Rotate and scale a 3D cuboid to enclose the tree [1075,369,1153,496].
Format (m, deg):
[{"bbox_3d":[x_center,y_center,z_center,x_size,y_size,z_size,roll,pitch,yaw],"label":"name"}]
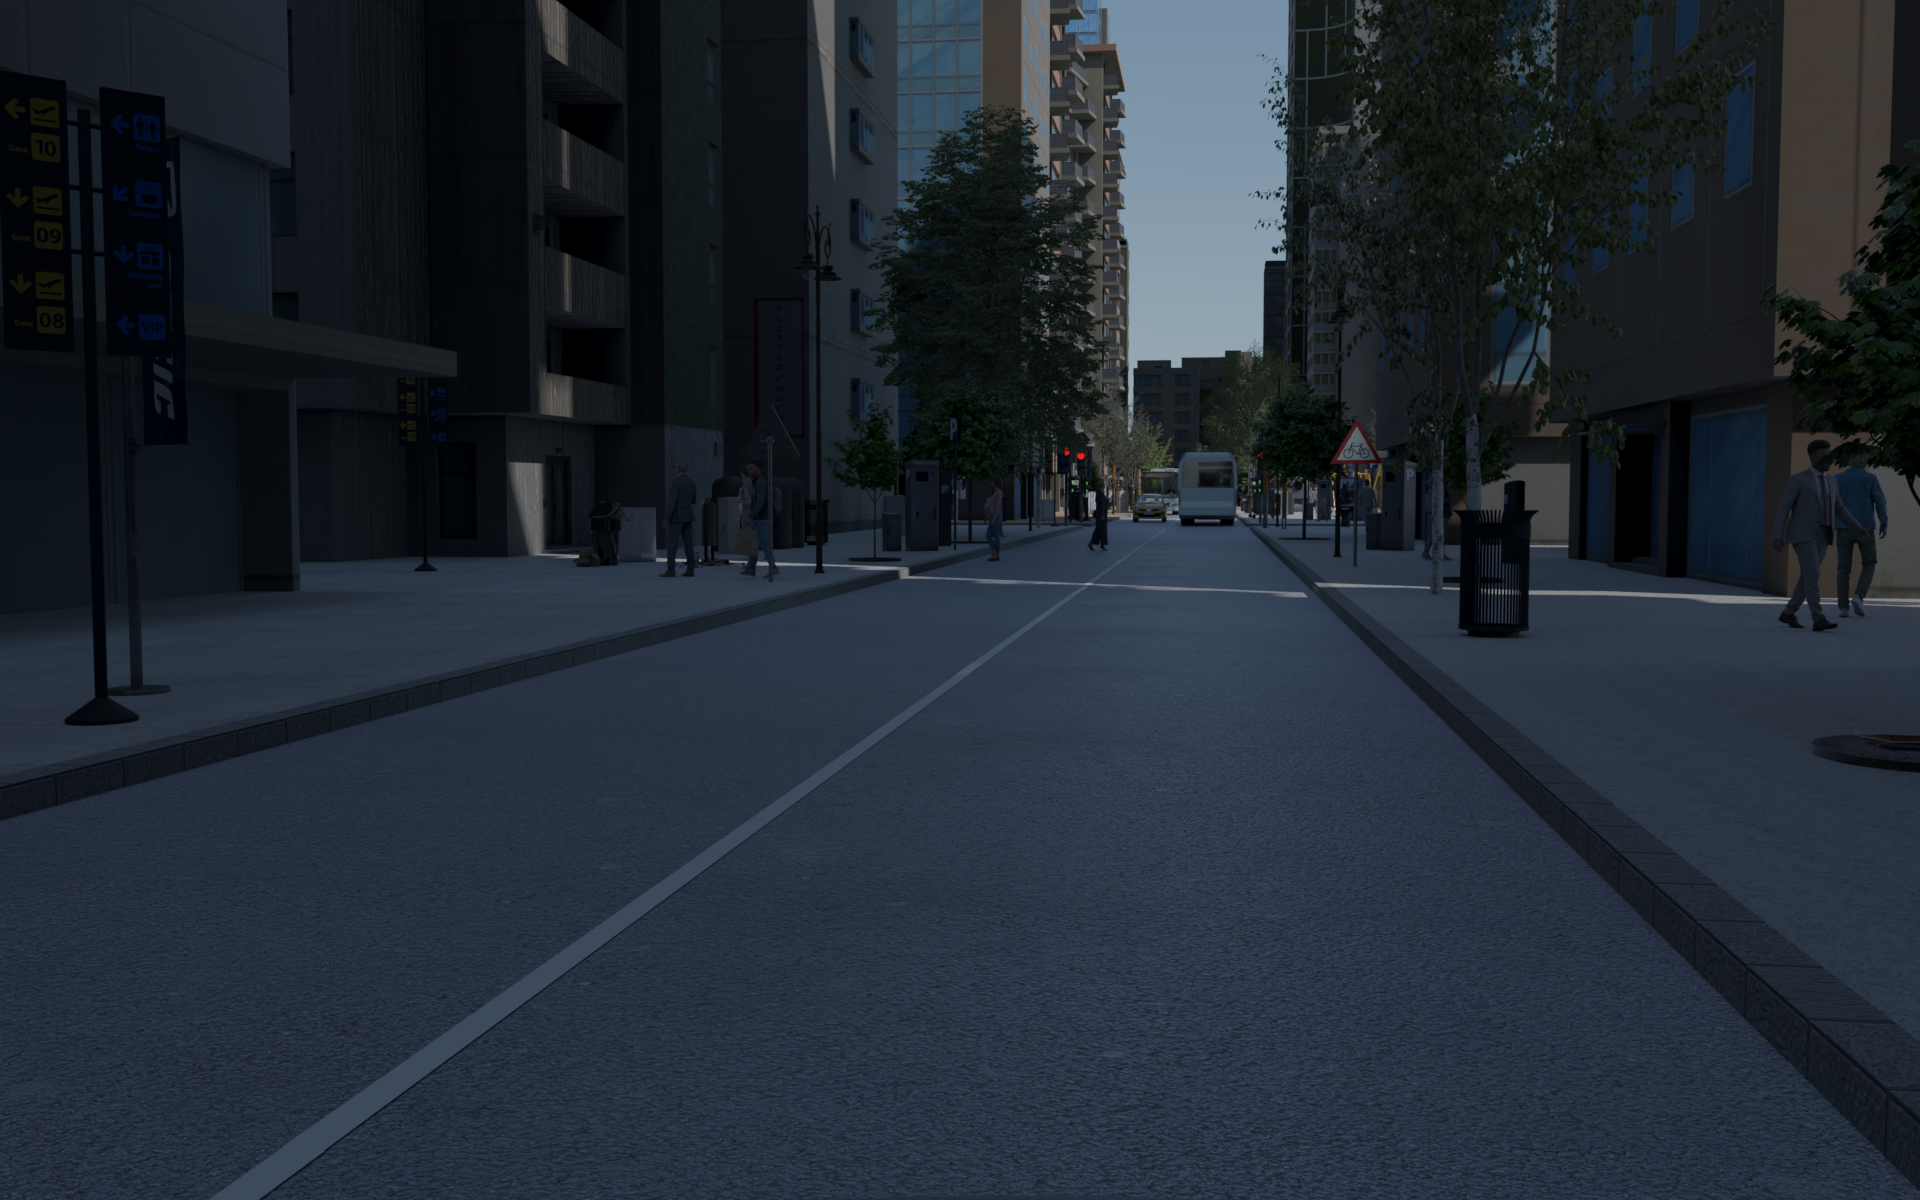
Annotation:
[{"bbox_3d":[8.651,-9.191,100.637,4.360,8.622,3.978,0,3,0],"label":"tree"}]

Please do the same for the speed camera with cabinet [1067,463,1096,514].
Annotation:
[{"bbox_3d":[7.764,-7.143,111.128,2.038,3.252,0.660,-2,4,-28],"label":"speed camera with cabinet"}]

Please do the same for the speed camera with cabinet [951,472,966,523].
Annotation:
[{"bbox_3d":[-0.334,-5.126,78.150,0.660,3.252,2.038,1,4,20],"label":"speed camera with cabinet"}]

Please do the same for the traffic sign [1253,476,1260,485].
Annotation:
[{"bbox_3d":[20.797,-7.437,121.695,0.768,2.556,0.104,1,4,9],"label":"traffic sign"}]

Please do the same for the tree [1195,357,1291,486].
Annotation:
[{"bbox_3d":[24.847,-13.953,145.134,9.611,12.733,9.660,0,3,0],"label":"tree"}]

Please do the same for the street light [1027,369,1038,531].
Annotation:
[{"bbox_3d":[2.454,-5.345,60.182,0.468,5.910,1.993,1,4,8],"label":"street light"}]

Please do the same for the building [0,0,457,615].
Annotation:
[{"bbox_3d":[-21.687,-25.696,9.367,28.713,52.752,27.495,1,4,8],"label":"building"}]

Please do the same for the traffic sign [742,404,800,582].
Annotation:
[{"bbox_3d":[-2.753,-1.538,25.146,0.884,2.594,0.081,1,4,13],"label":"traffic sign"}]

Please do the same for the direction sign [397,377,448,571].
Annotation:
[{"bbox_3d":[-8.908,-2.249,28.764,0.876,3.537,0.379,-3,5,-43],"label":"direction sign"}]

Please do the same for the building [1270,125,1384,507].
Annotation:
[{"bbox_3d":[47.537,-29.411,172.747,32.217,40.220,23.993,1,4,8],"label":"building"}]

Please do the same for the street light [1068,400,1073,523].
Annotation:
[{"bbox_3d":[4.969,-6.423,77.805,0.468,5.910,1.993,1,4,8],"label":"street light"}]

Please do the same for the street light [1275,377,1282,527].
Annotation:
[{"bbox_3d":[12.387,-5.789,67.434,0.468,5.910,1.993,1,4,8],"label":"street light"}]

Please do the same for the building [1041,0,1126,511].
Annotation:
[{"bbox_3d":[4.573,-31.407,168.133,22.147,44.769,28.867,1,4,8],"label":"building"}]

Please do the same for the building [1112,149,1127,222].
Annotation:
[{"bbox_3d":[11.898,-40.619,253.360,27.495,52.752,28.713,1,4,8],"label":"building"}]

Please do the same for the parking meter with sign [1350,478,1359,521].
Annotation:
[{"bbox_3d":[19.164,-5.284,82.647,0.543,3.016,1.738,-2,4,-23],"label":"parking meter with sign"}]

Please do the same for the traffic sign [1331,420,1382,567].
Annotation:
[{"bbox_3d":[6.972,-1.865,30.499,0.884,2.594,0.081,1,4,11],"label":"traffic sign"}]

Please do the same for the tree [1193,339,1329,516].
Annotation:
[{"bbox_3d":[17.894,-10.320,103.148,8.767,10.594,7.601,1,4,16],"label":"tree"}]

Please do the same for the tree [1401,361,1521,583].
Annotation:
[{"bbox_3d":[7.276,-1.875,25.258,1.663,3.219,1.824,0,3,0],"label":"tree"}]

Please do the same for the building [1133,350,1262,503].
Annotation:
[{"bbox_3d":[39.978,-24.703,248.930,28.899,21.520,27.650,1,4,8],"label":"building"}]

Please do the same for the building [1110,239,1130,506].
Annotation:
[{"bbox_3d":[11.083,-25.541,189.294,14.160,30.474,14.107,1,4,8],"label":"building"}]

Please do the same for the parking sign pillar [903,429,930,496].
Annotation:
[{"bbox_3d":[-1.250,-4.224,57.542,1.447,3.967,1.447,2,4,35],"label":"parking sign pillar"}]

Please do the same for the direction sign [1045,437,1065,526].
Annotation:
[{"bbox_3d":[3.758,-4.685,68.603,0.876,3.537,0.379,-1,4,-20],"label":"direction sign"}]

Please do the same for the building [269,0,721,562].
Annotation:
[{"bbox_3d":[-14.037,-16.286,37.984,14.160,30.474,14.107,1,4,8],"label":"building"}]

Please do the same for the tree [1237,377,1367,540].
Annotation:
[{"bbox_3d":[9.773,-3.984,48.844,4.285,4.588,4.351,0,3,0],"label":"tree"}]

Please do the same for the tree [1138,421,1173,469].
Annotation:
[{"bbox_3d":[19.247,-13.693,174.236,4.737,8.622,4.395,0,3,0],"label":"tree"}]

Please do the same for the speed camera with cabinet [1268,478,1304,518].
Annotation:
[{"bbox_3d":[17.442,-5.993,92.320,2.038,3.252,0.660,2,4,30],"label":"speed camera with cabinet"}]

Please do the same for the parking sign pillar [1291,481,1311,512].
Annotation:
[{"bbox_3d":[24.591,-8.345,124.907,1.447,3.967,1.447,2,4,24],"label":"parking sign pillar"}]

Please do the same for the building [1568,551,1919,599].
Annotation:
[{"bbox_3d":[17.666,-22.970,25.677,14.600,45.320,14.200,1,4,8],"label":"building"}]

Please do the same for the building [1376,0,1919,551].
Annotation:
[{"bbox_3d":[19.485,-24.324,47.805,14.600,45.320,14.200,1,4,8],"label":"building"}]

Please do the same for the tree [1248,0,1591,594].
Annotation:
[{"bbox_3d":[5.884,-4.382,22.005,4.360,8.622,3.978,0,3,0],"label":"tree"}]

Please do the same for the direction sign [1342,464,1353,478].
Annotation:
[{"bbox_3d":[27.227,-7.941,121.833,0.876,3.537,0.379,-1,4,-17],"label":"direction sign"}]

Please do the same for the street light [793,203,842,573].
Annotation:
[{"bbox_3d":[-2.279,-3.370,27.884,0.468,5.910,1.993,1,4,8],"label":"street light"}]

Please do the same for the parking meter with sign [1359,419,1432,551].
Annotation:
[{"bbox_3d":[9.960,-2.631,39.281,0.543,3.016,1.738,-2,4,-33],"label":"parking meter with sign"}]

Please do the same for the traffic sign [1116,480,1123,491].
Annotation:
[{"bbox_3d":[11.410,-7.501,124.764,0.606,2.300,0.079,1,4,14],"label":"traffic sign"}]

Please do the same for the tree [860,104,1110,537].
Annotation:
[{"bbox_3d":[0.683,-8.152,51.419,7.486,12.596,7.792,0,3,0],"label":"tree"}]

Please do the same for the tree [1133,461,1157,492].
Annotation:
[{"bbox_3d":[18.018,-11.191,166.684,4.285,4.588,4.351,0,3,0],"label":"tree"}]

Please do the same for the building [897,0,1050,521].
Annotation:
[{"bbox_3d":[-2.884,-26.914,90.151,14.600,45.320,14.200,1,4,8],"label":"building"}]

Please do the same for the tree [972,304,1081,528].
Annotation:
[{"bbox_3d":[2.746,-7.000,64.810,4.737,8.622,4.395,0,3,0],"label":"tree"}]

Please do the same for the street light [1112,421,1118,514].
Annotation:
[{"bbox_3d":[9.726,-8.387,109.917,0.468,5.910,1.993,1,4,8],"label":"street light"}]

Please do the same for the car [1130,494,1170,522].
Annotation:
[{"bbox_3d":[9.805,-4.838,89.321,2.015,1.641,3.980,0,4,8],"label":"car"}]

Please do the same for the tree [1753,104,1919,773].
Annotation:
[{"bbox_3d":[4.641,-0.845,8.416,1.663,3.219,1.824,0,3,0],"label":"tree"}]

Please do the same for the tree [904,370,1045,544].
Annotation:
[{"bbox_3d":[0.348,-3.765,45.273,4.285,4.588,4.351,0,3,0],"label":"tree"}]

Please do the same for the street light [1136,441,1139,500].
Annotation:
[{"bbox_3d":[14.490,-10.351,142.027,0.468,5.910,1.993,1,4,8],"label":"street light"}]

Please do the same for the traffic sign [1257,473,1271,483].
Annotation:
[{"bbox_3d":[15.262,-5.310,86.930,0.768,2.556,0.104,1,4,15],"label":"traffic sign"}]

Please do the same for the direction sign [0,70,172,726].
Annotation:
[{"bbox_3d":[-4.838,-1.080,9.660,0.379,3.537,0.876,3,5,43],"label":"direction sign"}]

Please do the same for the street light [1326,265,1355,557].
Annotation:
[{"bbox_3d":[7.690,-3.812,35.116,0.468,5.910,1.993,1,4,8],"label":"street light"}]

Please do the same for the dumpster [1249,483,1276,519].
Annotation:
[{"bbox_3d":[15.892,-5.185,90.538,1.264,1.857,1.865,1,4,8],"label":"dumpster"}]

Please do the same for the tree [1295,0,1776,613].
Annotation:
[{"bbox_3d":[5.159,-4.050,16.579,4.737,8.622,4.395,0,3,0],"label":"tree"}]

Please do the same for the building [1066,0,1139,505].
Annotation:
[{"bbox_3d":[6.300,-55.086,213.335,31.000,86.520,22.319,1,4,8],"label":"building"}]

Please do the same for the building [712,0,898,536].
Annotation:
[{"bbox_3d":[-14.333,-26.514,57.200,21.600,48.544,21.300,1,4,8],"label":"building"}]

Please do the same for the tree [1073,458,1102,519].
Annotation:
[{"bbox_3d":[7.056,-5.912,91.257,1.663,3.219,1.824,0,3,0],"label":"tree"}]

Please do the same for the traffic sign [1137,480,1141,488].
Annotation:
[{"bbox_3d":[15.714,-9.301,152.169,0.768,2.556,0.104,1,4,9],"label":"traffic sign"}]

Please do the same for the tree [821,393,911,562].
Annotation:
[{"bbox_3d":[-1.626,-2.366,33.288,1.663,3.219,1.824,0,3,0],"label":"tree"}]

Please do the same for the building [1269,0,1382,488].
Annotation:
[{"bbox_3d":[45.282,-46.286,195.029,20.563,71.187,20.611,1,4,8],"label":"building"}]

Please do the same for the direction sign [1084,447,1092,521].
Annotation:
[{"bbox_3d":[6.119,-5.556,82.839,0.379,3.537,0.876,2,4,29],"label":"direction sign"}]

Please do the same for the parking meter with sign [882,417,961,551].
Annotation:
[{"bbox_3d":[-0.877,-2.614,38.997,1.738,3.016,0.543,-1,4,-22],"label":"parking meter with sign"}]

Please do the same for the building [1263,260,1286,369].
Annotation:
[{"bbox_3d":[44.427,-27.046,213.908,14.160,30.474,14.107,1,4,8],"label":"building"}]

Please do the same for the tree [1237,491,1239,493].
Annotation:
[{"bbox_3d":[35.198,-13.865,221.293,1.663,3.219,1.824,0,3,0],"label":"tree"}]

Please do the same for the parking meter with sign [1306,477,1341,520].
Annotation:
[{"bbox_3d":[18.056,-5.486,85.962,1.738,3.016,0.543,0,4,2],"label":"parking meter with sign"}]
